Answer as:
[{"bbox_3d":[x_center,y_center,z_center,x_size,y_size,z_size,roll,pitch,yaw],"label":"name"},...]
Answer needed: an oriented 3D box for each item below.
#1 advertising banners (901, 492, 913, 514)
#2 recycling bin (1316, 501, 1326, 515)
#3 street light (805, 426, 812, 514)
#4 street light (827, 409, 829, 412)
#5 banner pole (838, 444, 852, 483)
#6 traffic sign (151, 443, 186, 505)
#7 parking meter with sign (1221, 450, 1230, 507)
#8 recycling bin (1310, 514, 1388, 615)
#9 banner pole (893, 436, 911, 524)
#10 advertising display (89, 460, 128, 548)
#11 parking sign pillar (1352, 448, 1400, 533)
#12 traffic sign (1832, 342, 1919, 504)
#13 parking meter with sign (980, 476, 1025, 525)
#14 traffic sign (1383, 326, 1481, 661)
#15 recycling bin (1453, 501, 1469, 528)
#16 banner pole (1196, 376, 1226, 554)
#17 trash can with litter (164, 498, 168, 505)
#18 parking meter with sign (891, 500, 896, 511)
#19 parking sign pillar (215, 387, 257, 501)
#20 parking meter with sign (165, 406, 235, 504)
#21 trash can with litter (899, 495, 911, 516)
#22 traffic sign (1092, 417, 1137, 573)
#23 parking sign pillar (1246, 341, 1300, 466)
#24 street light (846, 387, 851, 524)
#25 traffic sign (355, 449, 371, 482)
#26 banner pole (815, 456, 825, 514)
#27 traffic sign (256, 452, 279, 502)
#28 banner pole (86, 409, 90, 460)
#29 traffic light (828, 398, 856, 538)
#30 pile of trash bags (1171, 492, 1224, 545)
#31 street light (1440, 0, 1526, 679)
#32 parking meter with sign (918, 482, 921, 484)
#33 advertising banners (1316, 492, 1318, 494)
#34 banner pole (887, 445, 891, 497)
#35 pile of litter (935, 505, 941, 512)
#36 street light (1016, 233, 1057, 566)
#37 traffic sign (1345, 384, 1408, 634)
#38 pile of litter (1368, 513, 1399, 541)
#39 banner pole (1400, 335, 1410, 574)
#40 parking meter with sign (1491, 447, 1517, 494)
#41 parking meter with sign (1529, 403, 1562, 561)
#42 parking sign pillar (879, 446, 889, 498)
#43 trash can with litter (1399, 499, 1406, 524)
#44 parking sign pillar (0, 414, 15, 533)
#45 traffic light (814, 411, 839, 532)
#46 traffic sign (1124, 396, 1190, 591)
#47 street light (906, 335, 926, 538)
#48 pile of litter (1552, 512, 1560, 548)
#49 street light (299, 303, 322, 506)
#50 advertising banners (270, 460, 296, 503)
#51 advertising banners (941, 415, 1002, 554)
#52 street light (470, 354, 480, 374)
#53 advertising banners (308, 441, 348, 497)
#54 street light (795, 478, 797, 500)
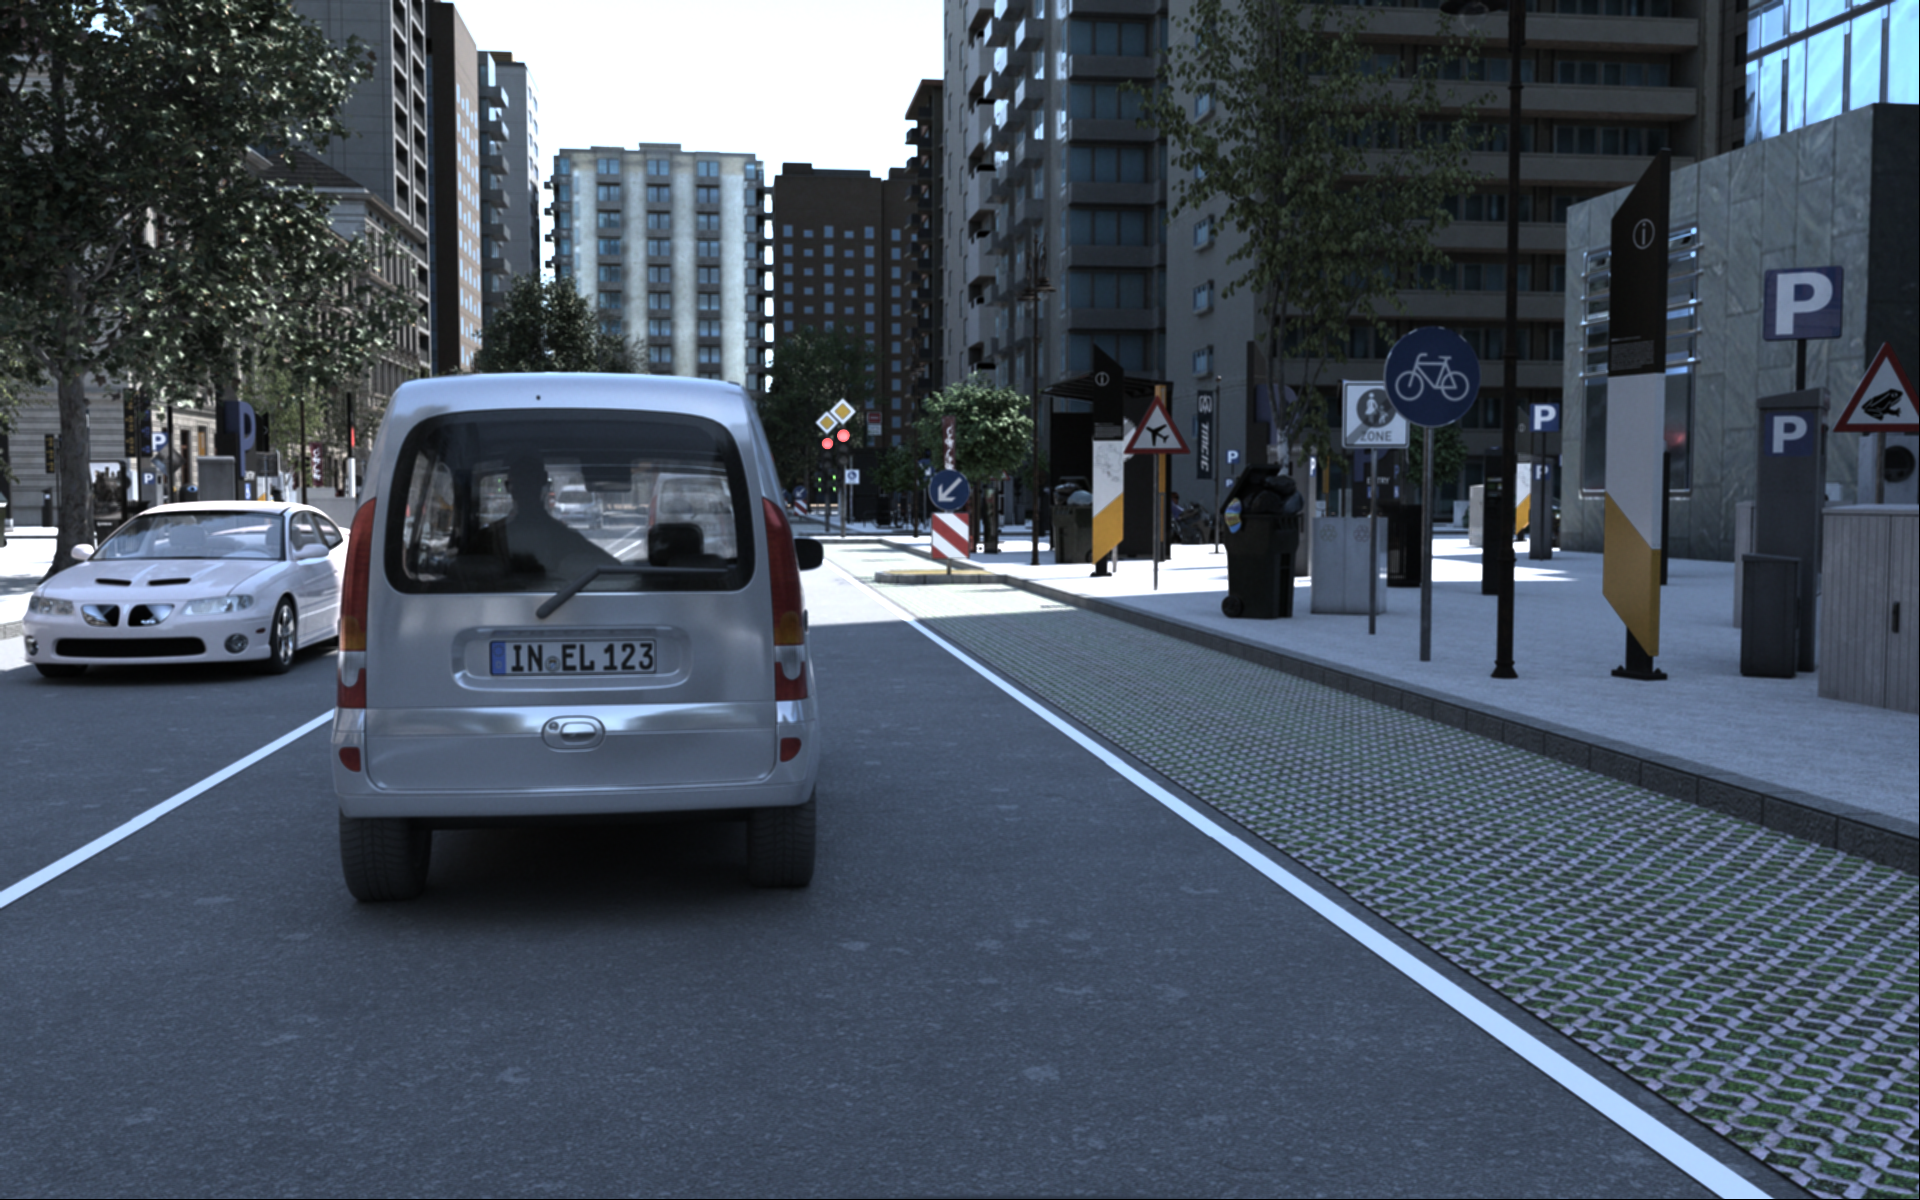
[{"bbox_3d":[-3.599,-7.097,112.223,2.074,3.025,0.090,3,4,37],"label":"advertising banners"},{"bbox_3d":[13.457,-3.250,65.698,0.722,1.027,0.722,0,4,1],"label":"recycling bin"},{"bbox_3d":[-9.925,-8.643,114.103,0.468,5.910,1.993,0,4,-8],"label":"street light"},{"bbox_3d":[-7.214,-7.445,94.511,0.468,5.910,1.993,0,4,-8],"label":"street light"},{"bbox_3d":[-5.706,-5.917,86.760,0.863,3.779,0.401,-1,4,-11],"label":"banner pole"},{"bbox_3d":[-17.996,-2.337,39.402,0.795,2.450,0.064,0,4,-3],"label":"traffic sign"},{"bbox_3d":[10.538,-4.367,67.666,0.543,3.016,1.738,1,4,17],"label":"parking meter with sign"},{"bbox_3d":[4.208,-0.377,18.717,0.722,1.027,0.722,1,4,21],"label":"recycling bin"},{"bbox_3d":[-2.403,-5.186,74.803,0.401,3.779,0.863,3,5,43],"label":"banner pole"},{"bbox_3d":[-16.330,-1.705,33.087,0.974,1.923,0.123,1,4,19],"label":"advertising display"},{"bbox_3d":[12.123,-3.793,50.482,1.447,3.967,1.447,3,4,37],"label":"parking sign pillar"},{"bbox_3d":[7.912,-0.911,14.899,0.884,2.594,0.081,0,4,-2],"label":"traffic sign"},{"bbox_3d":[1.832,-4.570,70.975,1.738,3.016,0.543,-2,4,-28],"label":"parking meter with sign"},{"bbox_3d":[3.581,-0.804,13.251,0.768,2.556,0.104,0,4,-7],"label":"traffic sign"},{"bbox_3d":[19.232,-3.269,66.002,0.722,1.027,0.722,2,4,26],"label":"recycling bin"},{"bbox_3d":[5.316,-2.863,36.825,0.863,3.779,0.401,-3,4,-38],"label":"banner pole"},{"bbox_3d":[-25.944,-2.718,55.834,1.055,1.170,0.624,-2,4,-27],"label":"trash can with litter"},{"bbox_3d":[-5.737,-8.395,133.520,1.738,3.016,0.543,1,4,18],"label":"parking meter with sign"},{"bbox_3d":[-15.245,-2.939,36.525,1.447,3.967,1.447,0,4,-5],"label":"parking sign pillar"},{"bbox_3d":[-14.792,-2.338,34.482,1.738,3.016,0.543,-2,4,-25],"label":"parking meter with sign"},{"bbox_3d":[-3.085,-5.677,103.882,1.678,1.210,2.233,3,4,37],"label":"trash can with litter"},{"bbox_3d":[2.524,-1.717,28.175,0.768,2.556,0.104,0,4,-4],"label":"traffic sign"},{"bbox_3d":[5.606,-2.602,31.008,1.447,3.967,1.447,3,4,37],"label":"parking sign pillar"},{"bbox_3d":[-4.830,-6.245,74.898,0.468,5.910,1.993,0,4,-8],"label":"street light"},{"bbox_3d":[-16.815,-2.982,48.865,0.768,2.556,0.104,0,4,-1],"label":"traffic sign"},{"bbox_3d":[-9.220,-7.599,114.254,0.863,3.779,0.401,-3,5,-44],"label":"banner pole"},{"bbox_3d":[-16.863,-2.446,42.126,0.606,2.300,0.079,0,4,0],"label":"traffic sign"},{"bbox_3d":[-22.477,-3.331,44.471,0.401,3.779,0.863,0,4,-6],"label":"banner pole"},{"bbox_3d":[-3.446,-3.778,50.696,0.839,4.253,0.868,0,4,-8],"label":"traffic light"},{"bbox_3d":[6.639,-2.150,44.909,3.447,1.369,1.912,-2,4,-32],"label":"pile of trash bags"},{"bbox_3d":[3.810,-2.395,11.943,0.468,5.910,1.993,0,4,-8],"label":"street light"},{"bbox_3d":[-2.286,-6.372,100.441,0.543,3.016,1.738,0,4,6],"label":"parking meter with sign"},{"bbox_3d":[13.861,-4.643,72.105,2.074,3.025,0.090,2,4,26],"label":"advertising banners"},{"bbox_3d":[-3.438,-6.066,89.203,0.401,3.779,0.863,3,5,43],"label":"banner pole"},{"bbox_3d":[-0.745,-4.183,82.355,1.176,0.858,1.719,2,4,34],"label":"pile of litter"},{"bbox_3d":[1.349,-3.554,30.890,0.468,5.910,1.993,0,4,-8],"label":"street light"},{"bbox_3d":[3.770,-0.835,15.778,0.606,2.300,0.079,0,4,-1],"label":"traffic sign"},{"bbox_3d":[9.876,-1.603,40.178,1.176,0.858,1.719,3,5,43],"label":"pile of litter"},{"bbox_3d":[6.959,-2.264,27.037,0.401,3.779,0.863,0,4,7],"label":"banner pole"},{"bbox_3d":[20.631,-4.173,64.490,1.738,3.016,0.543,-1,4,-18],"label":"parking meter with sign"},{"bbox_3d":[11.482,-2.315,34.106,0.543,3.016,1.738,1,4,19],"label":"parking meter with sign"},{"bbox_3d":[-4.684,-6.693,97.904,1.447,3.967,1.447,-1,4,-18],"label":"parking sign pillar"},{"bbox_3d":[19.094,-3.861,74.509,1.055,1.170,0.624,3,5,44],"label":"trash can with litter"},{"bbox_3d":[-32.119,-4.206,57.237,1.447,3.967,1.447,-1,4,-20],"label":"parking sign pillar"},{"bbox_3d":[-4.514,-4.262,58.609,0.839,4.253,0.868,0,4,-8],"label":"traffic light"},{"bbox_3d":[2.599,-1.403,22.950,0.884,2.594,0.081,0,4,-4],"label":"traffic sign"},{"bbox_3d":[-1.288,-4.749,50.431,0.468,5.910,1.993,0,4,-8],"label":"street light"},{"bbox_3d":[14.595,-1.691,41.618,1.176,0.858,1.719,0,4,3],"label":"pile of litter"},{"bbox_3d":[-12.616,-3.696,33.219,0.468,5.910,1.993,0,4,-8],"label":"street light"},{"bbox_3d":[-33.073,-5.444,85.199,2.074,3.025,0.090,-1,4,-22],"label":"advertising banners"},{"bbox_3d":[0.222,-2.544,37.776,0.090,3.025,2.074,-3,4,-37],"label":"advertising banners"},{"bbox_3d":[-15.994,-5.169,57.297,0.468,5.910,1.993,0,4,-8],"label":"street light"},{"bbox_3d":[-21.023,-3.809,58.471,0.090,3.025,2.074,3,4,38],"label":"advertising banners"},{"bbox_3d":[-12.607,-9.798,132.993,0.468,5.910,1.993,0,4,-8],"label":"street light"}]
